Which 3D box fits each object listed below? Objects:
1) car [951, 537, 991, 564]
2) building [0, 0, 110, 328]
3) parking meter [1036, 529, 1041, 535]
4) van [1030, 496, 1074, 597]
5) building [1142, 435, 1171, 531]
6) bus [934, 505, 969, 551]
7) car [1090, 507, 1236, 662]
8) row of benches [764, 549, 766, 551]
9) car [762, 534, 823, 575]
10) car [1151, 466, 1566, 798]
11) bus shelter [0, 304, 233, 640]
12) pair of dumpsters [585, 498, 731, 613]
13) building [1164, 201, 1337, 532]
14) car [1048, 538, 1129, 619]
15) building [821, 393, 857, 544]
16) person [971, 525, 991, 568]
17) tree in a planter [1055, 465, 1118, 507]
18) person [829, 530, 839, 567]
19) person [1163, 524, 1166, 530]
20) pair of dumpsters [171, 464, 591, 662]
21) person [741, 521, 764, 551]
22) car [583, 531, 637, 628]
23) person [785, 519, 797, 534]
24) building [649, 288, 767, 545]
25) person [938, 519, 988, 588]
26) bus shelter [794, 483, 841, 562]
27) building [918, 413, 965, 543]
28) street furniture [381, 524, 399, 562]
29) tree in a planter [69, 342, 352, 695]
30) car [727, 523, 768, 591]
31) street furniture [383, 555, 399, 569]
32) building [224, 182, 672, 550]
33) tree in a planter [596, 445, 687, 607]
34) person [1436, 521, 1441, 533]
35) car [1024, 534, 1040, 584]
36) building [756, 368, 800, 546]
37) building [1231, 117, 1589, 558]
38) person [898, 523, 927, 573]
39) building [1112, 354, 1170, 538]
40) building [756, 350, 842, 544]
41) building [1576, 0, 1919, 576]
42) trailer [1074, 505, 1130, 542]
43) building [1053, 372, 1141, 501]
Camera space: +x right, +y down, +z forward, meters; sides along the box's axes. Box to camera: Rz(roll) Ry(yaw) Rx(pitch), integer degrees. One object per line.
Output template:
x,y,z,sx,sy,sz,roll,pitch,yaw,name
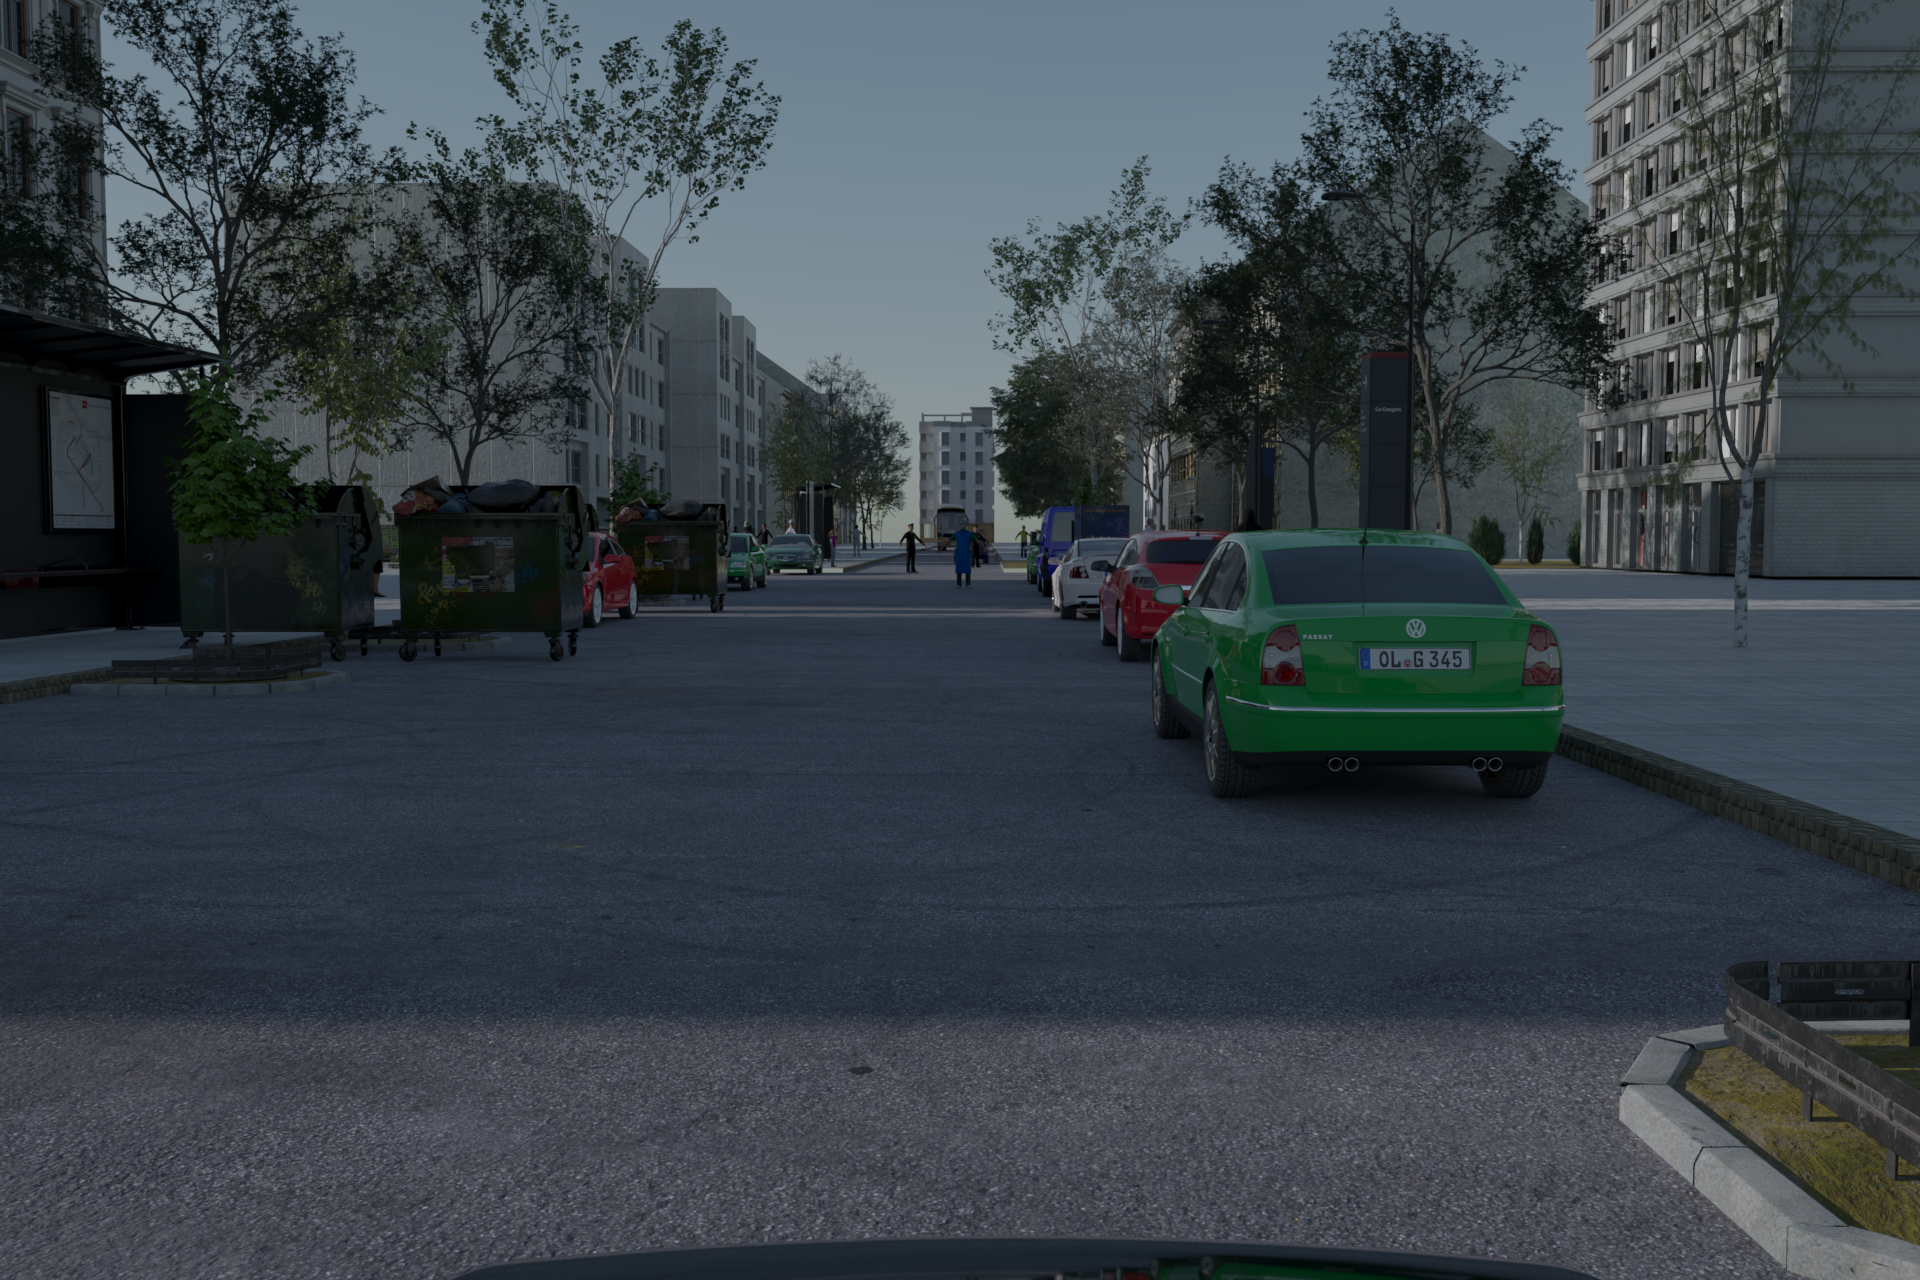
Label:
0.550,-4.458,85.475,1.945,1.354,3.894,0,3,0,car
-31.344,-12.685,43.556,11.583,22.565,21.152,0,3,0,building
3.846,-4.618,83.909,0.372,1.533,0.369,0,3,0,parking meter
2.827,-2.247,41.119,2.240,2.365,5.245,0,4,0,van
20.918,-12.336,143.840,9.099,9.664,28.070,0,4,1,building
-0.676,-9.625,148.918,2.896,3.916,12.252,0,4,1,bus
2.686,-0.727,20.928,2.155,1.783,4.494,0,4,0,car
-7.950,-3.523,73.062,1.422,0.672,4.104,1,4,13,row of benches
-5.974,-3.075,62.068,2.131,1.459,4.920,0,4,1,car
2.247,-0.121,10.770,1.959,1.807,4.718,0,3,0,car
-10.596,-1.762,20.097,1.731,3.624,6.357,0,4,1,bus shelter
-6.484,-1.641,31.780,4.436,2.255,1.574,0,4,1,pair of dumpsters
24.693,-17.664,119.730,19.493,23.208,18.063,0,4,1,building
2.619,-1.107,30.469,2.083,1.381,4.827,0,4,0,car
-23.550,-22.446,233.454,16.747,18.905,31.486,0,4,1,building
0.676,-4.012,73.988,1.347,1.837,0.705,-2,4,-27,person
3.265,-2.916,44.894,1.991,3.239,1.994,0,4,1,tree in a planter
-4.862,-3.544,67.205,0.599,1.433,0.991,1,4,9,person
11.598,-5.651,98.360,1.349,1.833,0.705,-2,4,-32,person
-6.576,-0.911,19.839,4.436,2.255,1.574,0,4,0,pair of dumpsters
-6.689,-2.850,54.833,0.705,1.856,1.354,-3,5,-42,person
-6.416,-1.150,27.836,2.155,1.783,4.494,0,4,1,car
-6.471,-3.742,67.046,0.705,1.847,1.347,-3,4,-37,person
-25.826,-16.752,140.345,16.747,18.905,31.486,0,3,0,building
0.085,-2.272,45.730,1.347,1.817,0.704,1,4,10,person
-6.792,-5.607,82.962,1.731,3.624,6.357,0,3,0,bus shelter
-5.896,-24.580,260.753,11.380,20.090,16.016,0,4,-4,building
-27.148,-4.360,78.138,9.812,1.723,11.010,-1,4,-12,street furniture
-6.919,-1.166,16.281,1.991,3.239,1.994,0,4,2,tree in a planter
-6.092,-2.213,44.971,1.959,1.807,4.718,0,4,1,car
-17.264,-3.508,64.212,11.010,1.723,9.812,2,4,32,street furniture
-28.443,-14.483,103.252,16.747,18.905,31.486,0,4,1,building
-6.610,-2.310,34.987,1.991,3.239,1.994,0,4,1,tree in a planter
19.300,-3.898,69.862,0.705,1.813,1.348,-1,4,-9,person
2.879,-2.564,50.724,1.959,1.807,4.718,0,4,0,car
-27.707,-21.904,189.062,19.493,23.208,18.063,0,4,1,building
26.397,-16.483,100.432,19.493,23.208,18.063,0,4,1,building
-1.797,-3.410,64.140,1.347,1.837,0.705,-3,5,-41,person
26.561,-21.932,189.516,19.493,23.208,18.063,0,4,1,building
-24.373,-23.061,207.980,19.493,23.208,18.063,0,4,1,building
26.702,-12.744,55.037,8.464,21.280,15.925,0,4,1,building
2.882,-1.768,35.959,1.471,1.999,3.904,0,4,1,trailer
25.347,-23.845,233.837,27.936,21.610,32.646,0,4,1,building
